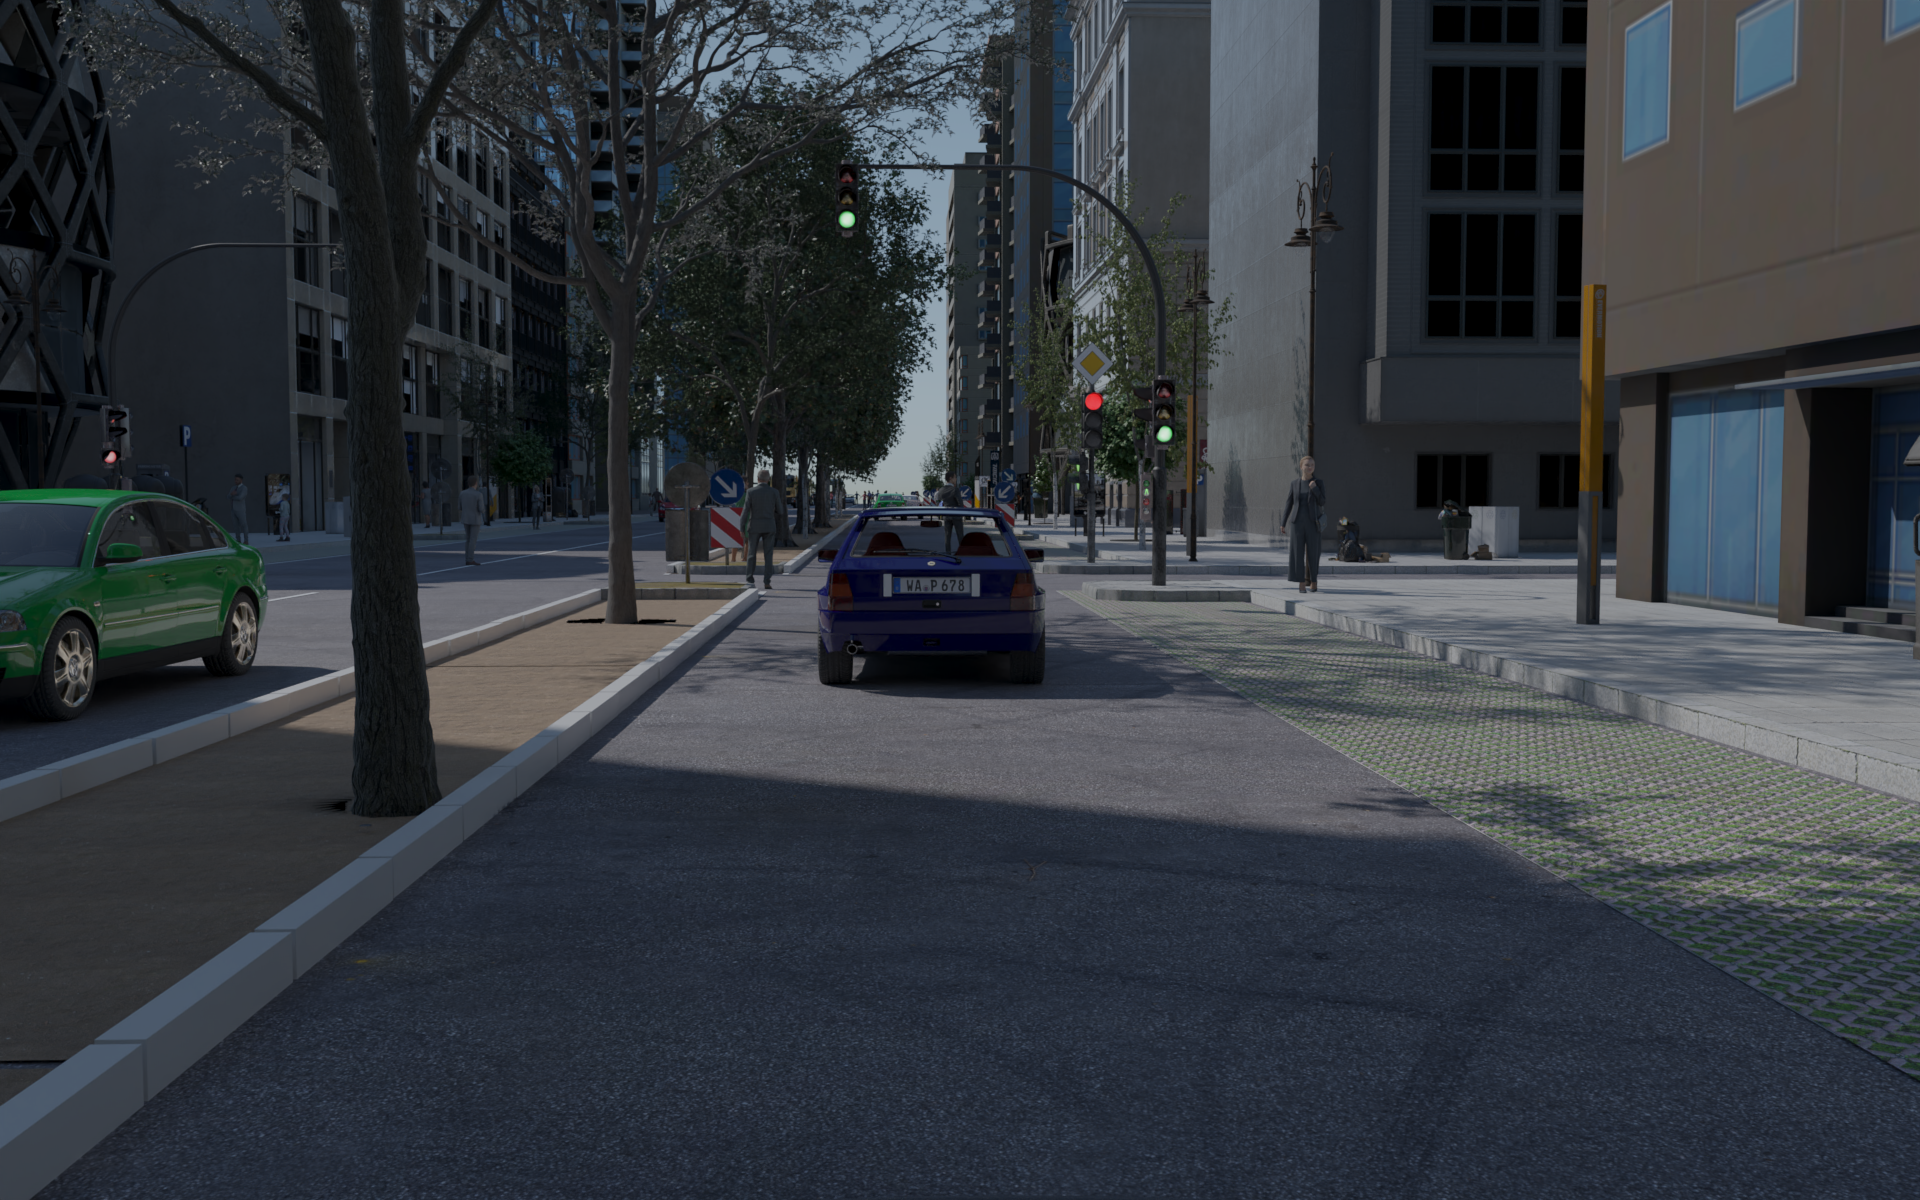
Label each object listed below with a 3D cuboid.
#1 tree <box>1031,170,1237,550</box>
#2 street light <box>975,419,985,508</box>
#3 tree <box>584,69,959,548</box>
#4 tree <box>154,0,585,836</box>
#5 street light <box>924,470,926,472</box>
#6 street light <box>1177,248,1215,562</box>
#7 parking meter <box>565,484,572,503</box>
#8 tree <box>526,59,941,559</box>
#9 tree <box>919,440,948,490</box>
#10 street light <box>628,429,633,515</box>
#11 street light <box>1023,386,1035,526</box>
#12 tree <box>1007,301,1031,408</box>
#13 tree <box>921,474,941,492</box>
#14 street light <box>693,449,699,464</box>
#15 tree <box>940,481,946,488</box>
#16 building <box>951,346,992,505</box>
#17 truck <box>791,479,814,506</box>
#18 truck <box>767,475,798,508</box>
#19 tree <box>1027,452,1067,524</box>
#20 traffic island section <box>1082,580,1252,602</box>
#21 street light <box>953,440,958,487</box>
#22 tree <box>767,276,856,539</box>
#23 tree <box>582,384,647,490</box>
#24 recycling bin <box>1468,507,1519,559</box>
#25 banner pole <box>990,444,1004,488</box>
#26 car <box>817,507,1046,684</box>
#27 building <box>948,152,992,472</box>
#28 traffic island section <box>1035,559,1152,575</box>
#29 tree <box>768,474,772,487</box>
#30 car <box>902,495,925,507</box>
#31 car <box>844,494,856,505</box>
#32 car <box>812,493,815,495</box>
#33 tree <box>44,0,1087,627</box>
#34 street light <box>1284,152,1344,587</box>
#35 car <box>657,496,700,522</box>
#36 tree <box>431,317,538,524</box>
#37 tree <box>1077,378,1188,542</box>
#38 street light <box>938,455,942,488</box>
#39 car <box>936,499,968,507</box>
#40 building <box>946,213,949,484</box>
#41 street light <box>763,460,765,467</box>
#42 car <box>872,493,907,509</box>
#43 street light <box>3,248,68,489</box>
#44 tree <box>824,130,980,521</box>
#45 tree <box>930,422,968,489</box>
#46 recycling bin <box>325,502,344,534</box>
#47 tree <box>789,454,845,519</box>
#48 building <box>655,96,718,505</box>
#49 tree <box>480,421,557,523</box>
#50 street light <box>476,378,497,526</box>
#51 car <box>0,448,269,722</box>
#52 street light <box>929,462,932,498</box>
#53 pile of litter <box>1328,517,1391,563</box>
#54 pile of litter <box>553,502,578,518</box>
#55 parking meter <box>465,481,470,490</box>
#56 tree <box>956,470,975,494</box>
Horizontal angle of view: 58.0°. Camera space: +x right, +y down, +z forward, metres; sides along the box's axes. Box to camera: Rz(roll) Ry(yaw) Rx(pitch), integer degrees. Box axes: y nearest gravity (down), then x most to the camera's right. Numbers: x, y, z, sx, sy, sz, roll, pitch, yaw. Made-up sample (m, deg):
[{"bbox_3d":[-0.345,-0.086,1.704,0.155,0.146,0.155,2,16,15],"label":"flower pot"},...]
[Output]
[{"bbox_3d":[4.198,-5.446,39.397,4.737,8.622,4.395,0,3,0],"label":"tree"},{"bbox_3d":[1.213,-8.411,110.315,0.468,5.910,1.993,0,4,-2],"label":"street light"},{"bbox_3d":[-4.841,-7.748,46.137,9.611,12.733,9.660,0,3,0],"label":"tree"},{"bbox_3d":[-2.661,-4.855,7.590,9.928,11.665,9.643,0,3,0],"label":"tree"},{"bbox_3d":[-5.347,-17.957,266.380,0.468,5.910,1.993,0,4,-2],"label":"street light"},{"bbox_3d":[4.439,-3.670,32.794,0.468,5.910,1.993,0,4,-2],"label":"street light"},{"bbox_3d":[-23.718,-6.060,104.798,0.399,1.863,0.255,-3,5,-44],"label":"parking meter"},{"bbox_3d":[-4.693,-6.155,37.511,8.767,10.594,7.601,0,4,-2],"label":"tree"},{"bbox_3d":[-3.526,-17.313,233.429,4.360,8.622,3.978,0,3,0],"label":"tree"},{"bbox_3d":[-20.617,-8.302,108.531,0.468,5.910,1.993,0,4,-2],"label":"street light"},{"bbox_3d":[2.833,-5.965,70.323,0.468,5.910,1.993,0,4,-2],"label":"street light"},{"bbox_3d":[3.655,-6.848,62.331,4.737,8.622,4.395,0,3,0],"label":"tree"},{"bbox_3d":[-4.167,-16.371,251.385,4.285,4.588,4.351,0,3,0],"label":"tree"},{"bbox_3d":[-22.202,-10.584,145.842,0.468,5.910,1.993,0,4,-2],"label":"street light"},{"bbox_3d":[-0.727,-11.320,179.677,1.663,3.219,1.824,0,3,0],"label":"tree"},{"bbox_3d":[13.197,-22.771,217.337,27.650,21.520,28.899,0,4,-2],"label":"building"},{"bbox_3d":[-19.410,-13.255,212.635,3.469,3.379,9.791,0,4,-2],"label":"truck"},{"bbox_3d":[-17.653,-10.982,175.475,3.469,3.379,9.791,0,4,-2],"label":"truck"},{"bbox_3d":[3.504,-4.825,73.489,1.663,3.219,1.824,0,3,0],"label":"tree"},{"bbox_3d":[2.803,-0.124,24.305,2.009,0.180,2.903,0,4,-2],"label":"traffic island section"},{"bbox_3d":[-0.365,-10.652,146.942,0.468,5.910,1.993,0,4,-2],"label":"street light"},{"bbox_3d":[-4.891,-6.225,54.598,4.360,8.622,3.978,0,3,0],"label":"tree"},{"bbox_3d":[-20.243,-9.241,101.458,4.737,8.622,4.395,0,3,0],"label":"tree"},{"bbox_3d":[10.742,-1.364,34.860,0.722,1.027,0.722,-2,4,-35],"label":"recycling bin"},{"bbox_3d":[1.910,-5.947,87.245,0.863,3.779,0.401,1,4,14],"label":"banner pole"},{"bbox_3d":[-0.239,-0.112,14.410,1.945,1.354,3.894,0,4,-1],"label":"car"},{"bbox_3d":[9.404,-37.791,241.577,21.300,48.544,21.600,0,4,-2],"label":"building"},{"bbox_3d":[2.466,-0.612,32.283,2.009,0.180,2.903,0,4,-2],"label":"traffic island section"},{"bbox_3d":[-27.308,-16.663,256.151,4.285,4.588,4.351,0,3,0],"label":"tree"},{"bbox_3d":[-3.068,-5.386,100.422,2.083,1.381,4.827,0,4,-3],"label":"car"},{"bbox_3d":[-14.779,-13.300,229.457,2.014,1.417,4.499,0,4,-1],"label":"car"},{"bbox_3d":[-21.370,-14.529,246.226,2.281,1.827,5.304,0,4,-1],"label":"car"},{"bbox_3d":[-3.779,-6.487,18.884,12.009,13.543,11.850,0,3,0],"label":"tree"},{"bbox_3d":[4.856,-3.127,23.913,0.468,5.910,1.993,0,4,-2],"label":"street light"},{"bbox_3d":[-14.570,-4.950,89.978,2.155,1.783,4.494,0,4,-2],"label":"car"},{"bbox_3d":[-20.003,-7.500,72.982,4.360,8.622,3.978,0,3,0],"label":"tree"},{"bbox_3d":[4.749,-3.878,47.113,4.285,4.588,4.351,0,3,0],"label":"tree"},{"bbox_3d":[-2.257,-13.489,193.330,0.468,5.910,1.993,0,4,-2],"label":"street light"},{"bbox_3d":[-0.314,-5.229,95.084,1.945,1.707,3.694,0,4,-4],"label":"car"},{"bbox_3d":[5.070,-37.283,259.683,14.600,45.320,14.200,0,4,-2],"label":"building"},{"bbox_3d":[-25.657,-15.579,227.496,0.468,5.910,1.993,0,4,-2],"label":"street light"},{"bbox_3d":[-3.829,-5.247,94.588,1.959,1.807,4.718,0,4,-4],"label":"car"},{"bbox_3d":[-17.439,-3.671,32.801,0.468,5.910,1.993,0,4,-2],"label":"street light"},{"bbox_3d":[-5.688,-14.090,88.725,12.611,20.169,13.585,0,3,0],"label":"tree"},{"bbox_3d":[-1.271,-13.720,174.689,4.737,8.622,4.395,0,3,0],"label":"tree"},{"bbox_3d":[-19.963,-2.647,55.834,0.722,1.027,0.722,3,5,40],"label":"recycling bin"},{"bbox_3d":[-6.340,-7.796,80.285,4.737,8.622,4.395,0,3,0],"label":"tree"},{"bbox_3d":[-35.563,-33.569,198.963,14.600,45.320,14.200,0,4,-2],"label":"building"},{"bbox_3d":[-19.782,-5.741,77.579,4.285,4.588,4.351,0,3,0],"label":"tree"},{"bbox_3d":[-18.873,-5.895,69.178,0.468,5.910,1.993,0,4,-2],"label":"street light"},{"bbox_3d":[-6.508,-0.214,12.299,1.959,1.807,4.718,0,4,-1],"label":"car"},{"bbox_3d":[-3.875,-15.713,229.700,0.468,5.910,1.993,0,4,-2],"label":"street light"},{"bbox_3d":[7.623,-1.164,32.990,1.176,0.858,1.719,1,4,11],"label":"pile of litter"},{"bbox_3d":[-21.494,-4.908,94.216,1.719,0.858,1.176,-3,5,-44],"label":"pile of litter"},{"bbox_3d":[-18.929,-3.747,66.978,0.399,1.863,0.255,-2,4,-30],"label":"parking meter"},{"bbox_3d":[0.919,-8.884,139.854,1.663,3.219,1.824,0,3,0],"label":"tree"}]
